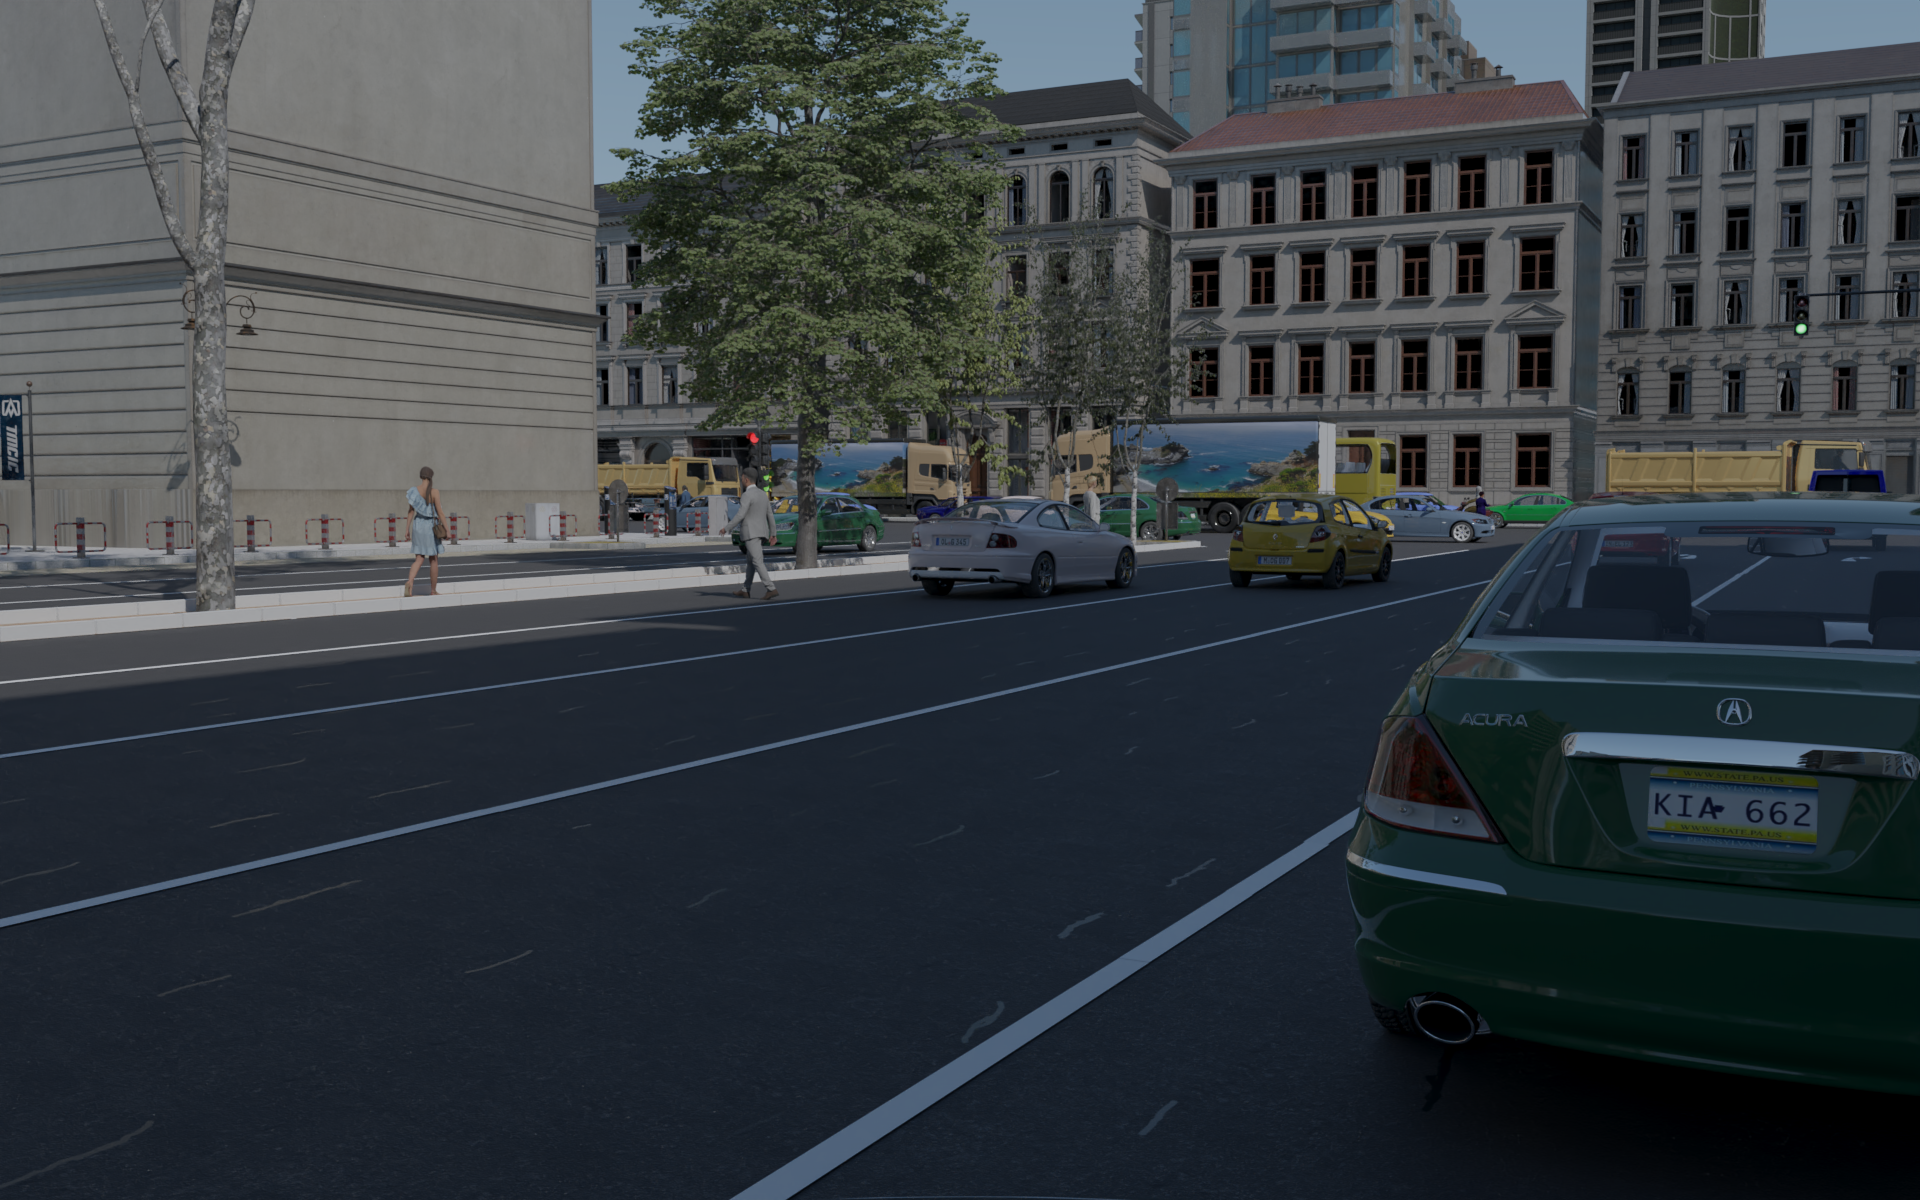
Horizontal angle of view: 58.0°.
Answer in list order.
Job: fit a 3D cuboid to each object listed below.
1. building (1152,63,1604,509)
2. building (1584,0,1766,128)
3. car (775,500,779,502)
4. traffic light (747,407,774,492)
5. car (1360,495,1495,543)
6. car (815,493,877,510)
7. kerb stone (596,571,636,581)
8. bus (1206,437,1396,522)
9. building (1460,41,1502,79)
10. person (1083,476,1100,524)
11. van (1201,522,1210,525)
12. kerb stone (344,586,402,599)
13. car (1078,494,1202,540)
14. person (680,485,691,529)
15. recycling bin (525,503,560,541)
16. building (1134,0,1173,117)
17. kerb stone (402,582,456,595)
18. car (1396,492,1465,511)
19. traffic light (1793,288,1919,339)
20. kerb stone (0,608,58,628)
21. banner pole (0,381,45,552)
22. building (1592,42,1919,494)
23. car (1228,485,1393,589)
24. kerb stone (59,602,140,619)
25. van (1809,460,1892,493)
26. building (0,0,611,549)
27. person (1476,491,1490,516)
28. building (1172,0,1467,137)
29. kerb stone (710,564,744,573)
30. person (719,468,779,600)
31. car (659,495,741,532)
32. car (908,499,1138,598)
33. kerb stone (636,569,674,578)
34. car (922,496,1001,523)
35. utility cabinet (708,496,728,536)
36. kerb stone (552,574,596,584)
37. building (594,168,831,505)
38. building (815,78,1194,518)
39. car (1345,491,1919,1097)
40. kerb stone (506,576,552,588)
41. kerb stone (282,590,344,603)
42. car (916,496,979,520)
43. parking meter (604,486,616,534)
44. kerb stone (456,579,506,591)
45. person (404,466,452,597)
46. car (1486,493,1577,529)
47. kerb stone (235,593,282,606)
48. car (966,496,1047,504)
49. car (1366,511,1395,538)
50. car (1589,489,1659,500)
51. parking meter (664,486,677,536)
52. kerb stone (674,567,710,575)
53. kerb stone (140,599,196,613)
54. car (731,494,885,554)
[{"bbox_3d":[21.728,-15.395,87.857,21.152,22.565,11.583,2,4,28],"label":"building"},{"bbox_3d":[95.314,-48.551,232.055,20.611,71.187,20.563,2,4,28],"label":"building"},{"bbox_3d":[-6.735,-4.363,83.701,4.827,1.381,2.083,2,4,28],"label":"car"},{"bbox_3d":[-6.079,-3.895,52.596,0.839,4.253,0.868,2,4,28],"label":"traffic light"},{"bbox_3d":[13.725,-2.447,52.012,4.499,1.417,2.014,2,4,27],"label":"car"},{"bbox_3d":[-5.398,-4.156,77.539,3.694,1.707,1.945,2,4,27],"label":"car"},{"bbox_3d":[-5.673,-0.365,28.194,0.120,0.150,1.000,2,4,28],"label":"kerb stone"},{"bbox_3d":[10.946,-4.729,68.871,12.252,3.916,2.896,2,4,29],"label":"bus"},{"bbox_3d":[47.747,-32.254,177.461,14.600,45.320,14.200,2,4,28],"label":"building"},{"bbox_3d":[2.489,-1.502,33.415,0.624,1.780,0.694,0,4,-6],"label":"person"},{"bbox_3d":[12.785,-4.513,80.804,4.112,2.044,2.013,2,4,26],"label":"van"},{"bbox_3d":[-8.069,-0.086,23.645,0.120,0.150,1.000,2,4,28],"label":"kerb stone"},{"bbox_3d":[4.649,-2.401,51.051,4.920,1.459,2.131,2,4,26],"label":"car"},{"bbox_3d":[-11.395,-3.863,71.848,0.419,1.800,0.721,1,4,13],"label":"person"},{"bbox_3d":[-11.584,-2.172,48.062,0.722,1.027,0.722,-3,4,-39],"label":"recycling bin"},{"bbox_3d":[35.034,-40.088,197.438,28.212,58.520,21.231,2,4,28],"label":"building"},{"bbox_3d":[-7.586,-0.144,24.554,0.120,0.150,1.000,2,4,28],"label":"kerb stone"},{"bbox_3d":[18.997,-3.761,71.077,3.694,1.707,1.945,2,4,27],"label":"car"},{"bbox_3d":[21.022,-3.893,38.319,4.771,5.953,1.251,2,4,28],"label":"traffic light"},{"bbox_3d":[-10.450,0.191,19.068,0.120,0.150,1.000,2,4,28],"label":"kerb stone"},{"bbox_3d":[-20.839,-2.961,38.428,0.863,3.779,0.401,-1,4,-10],"label":"banner pole"},{"bbox_3d":[38.668,-13.979,77.706,18.267,20.994,9.793,2,4,28],"label":"building"},{"bbox_3d":[5.674,-1.067,27.664,2.015,1.641,3.980,2,4,29],"label":"car"},{"bbox_3d":[-9.976,0.135,19.981,0.120,0.150,1.000,2,4,28],"label":"kerb stone"},{"bbox_3d":[23.318,-2.520,45.588,2.240,2.365,5.245,2,4,27],"label":"van"},{"bbox_3d":[-26.990,-13.403,52.424,30.059,22.955,16.112,2,4,28],"label":"building"},{"bbox_3d":[18.758,-3.138,62.179,0.453,1.535,0.546,2,4,28],"label":"person"},{"bbox_3d":[33.286,-33.003,159.202,23.786,49.044,30.456,2,4,28],"label":"building"},{"bbox_3d":[-4.237,-0.528,30.928,0.120,0.150,1.000,2,4,28],"label":"kerb stone"},{"bbox_3d":[-2.809,-0.907,23.597,0.850,1.792,0.678,2,4,27],"label":"person"},{"bbox_3d":[-9.531,-3.280,65.635,4.499,1.417,2.014,2,4,27],"label":"car"},{"bbox_3d":[1.023,-0.800,25.446,2.083,1.381,4.827,2,4,29],"label":"car"},{"bbox_3d":[-5.200,-0.419,29.109,0.120,0.150,1.000,2,4,28],"label":"kerb stone"},{"bbox_3d":[0.399,-3.664,72.493,3.894,1.354,1.945,2,4,27],"label":"car"},{"bbox_3d":[-7.485,-2.601,53.685,0.306,1.237,1.020,1,4,12],"label":"utility cabinet"},{"bbox_3d":[-6.153,-0.311,27.285,0.120,0.150,1.000,2,4,28],"label":"kerb stone"},{"bbox_3d":[-24.429,-15.880,110.552,40.483,20.767,10.553,2,4,28],"label":"building"},{"bbox_3d":[2.992,-16.364,96.423,19.941,23.489,11.050,2,4,28],"label":"building"},{"bbox_3d":[2.595,0.386,5.484,2.131,1.459,4.920,2,4,27],"label":"car"},{"bbox_3d":[-6.634,-0.254,26.376,0.120,0.150,1.000,2,4,28],"label":"kerb stone"},{"bbox_3d":[-8.546,-0.033,22.729,0.120,0.150,1.000,2,4,28],"label":"kerb stone"},{"bbox_3d":[-0.067,-4.250,82.071,3.894,1.354,1.945,2,4,28],"label":"car"},{"bbox_3d":[-11.053,-2.833,54.725,0.372,1.533,0.369,0,3,0],"label":"parking meter"},{"bbox_3d":[-7.108,-0.200,25.464,0.120,0.150,1.000,2,4,28],"label":"kerb stone"},{"bbox_3d":[-7.299,-0.926,23.728,0.616,1.811,0.778,1,4,15],"label":"person"},{"bbox_3d":[23.858,-3.876,72.171,4.718,1.807,1.959,2,4,26],"label":"car"},{"bbox_3d":[-9.022,0.024,21.805,0.120,0.150,1.000,2,4,28],"label":"kerb stone"},{"bbox_3d":[2.450,-2.836,58.734,4.827,1.381,2.083,2,4,26],"label":"car"},{"bbox_3d":[10.681,-2.475,50.693,3.980,1.641,2.015,2,4,29],"label":"car"},{"bbox_3d":[13.197,-1.539,34.201,2.155,1.783,4.494,2,4,26],"label":"car"},{"bbox_3d":[-8.873,-2.732,53.073,0.372,1.533,0.369,0,3,0],"label":"parking meter"},{"bbox_3d":[-4.721,-0.479,30.021,0.120,0.150,1.000,2,4,28],"label":"kerb stone"},{"bbox_3d":[-9.502,0.080,20.893,0.120,0.150,1.000,2,4,28],"label":"kerb stone"},{"bbox_3d":[-3.697,-1.885,42.626,2.131,1.459,4.920,2,4,29],"label":"car"}]
